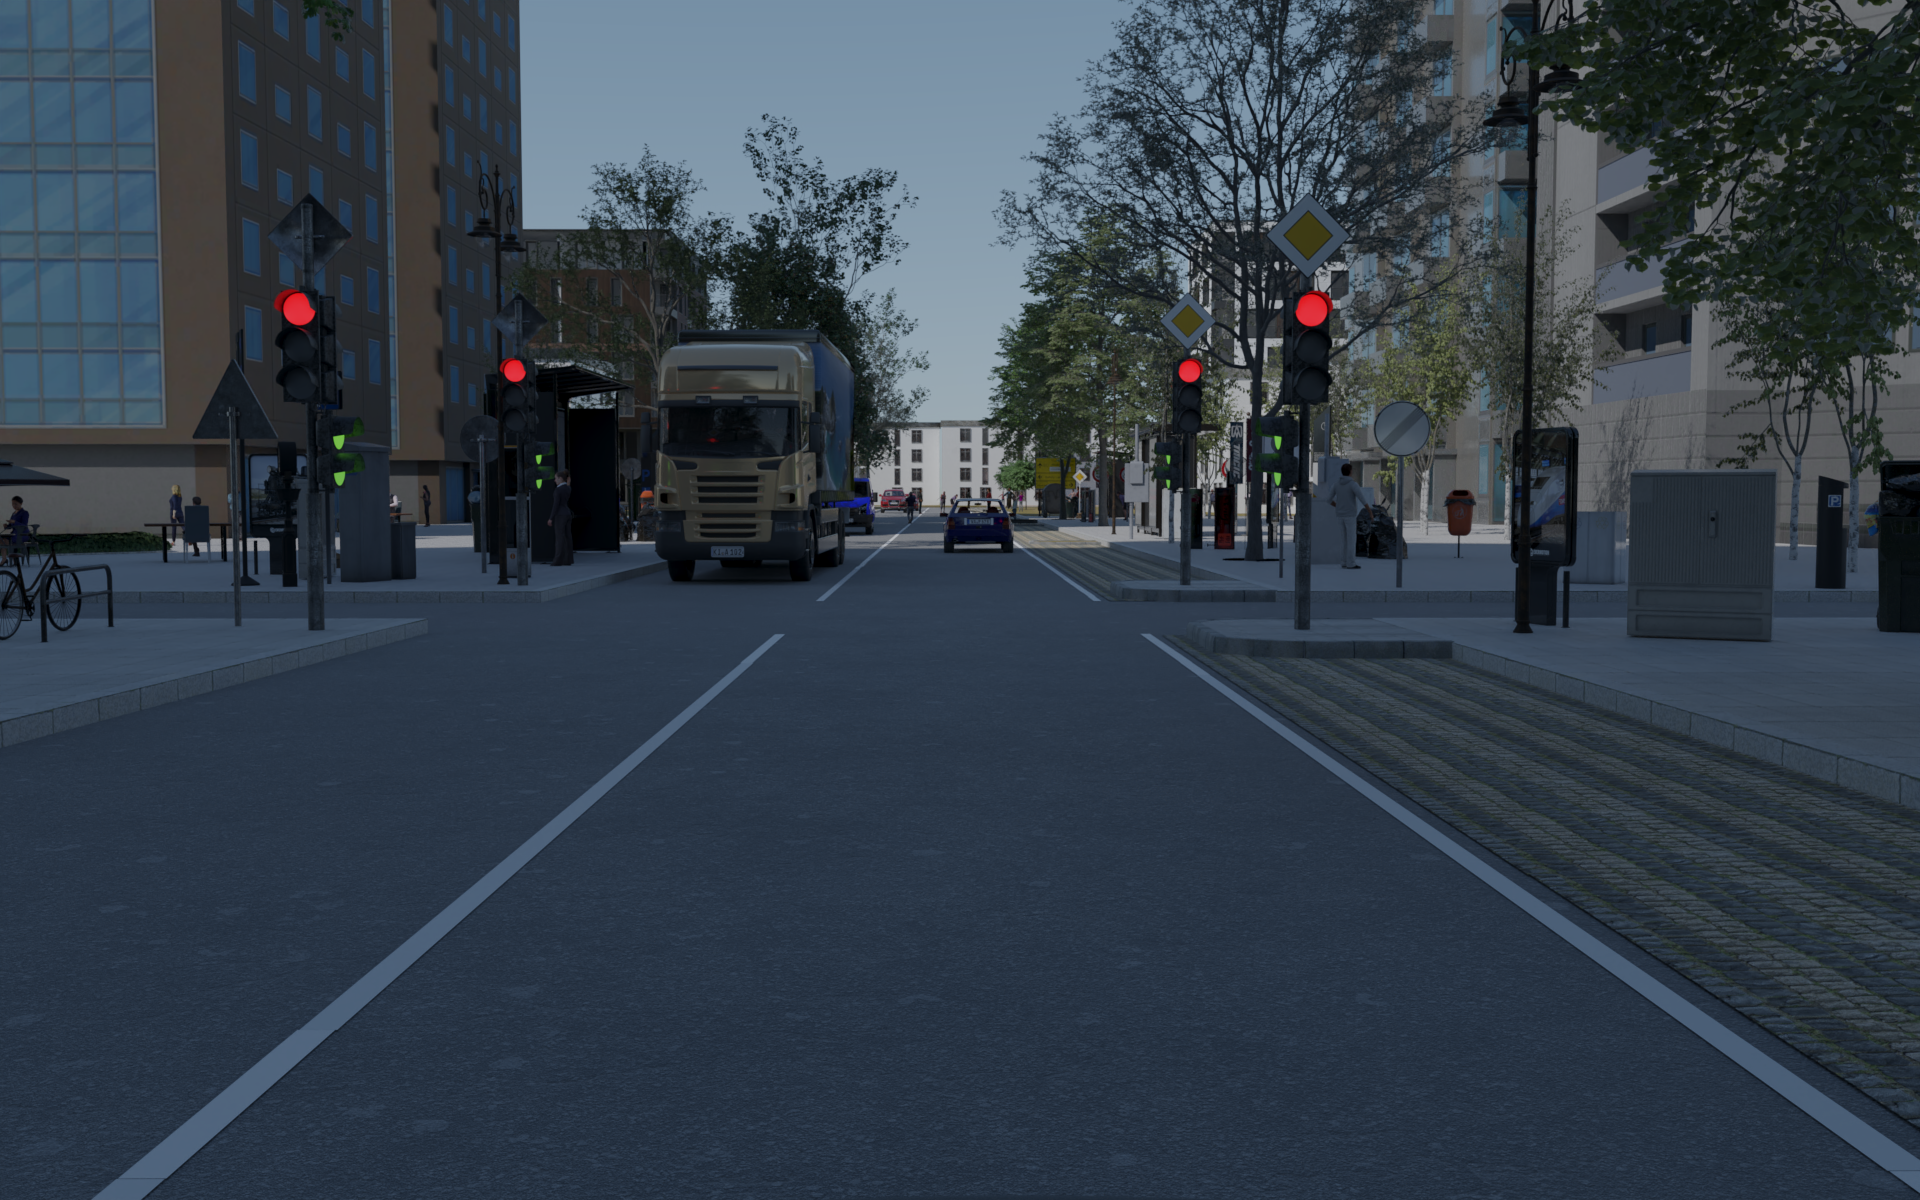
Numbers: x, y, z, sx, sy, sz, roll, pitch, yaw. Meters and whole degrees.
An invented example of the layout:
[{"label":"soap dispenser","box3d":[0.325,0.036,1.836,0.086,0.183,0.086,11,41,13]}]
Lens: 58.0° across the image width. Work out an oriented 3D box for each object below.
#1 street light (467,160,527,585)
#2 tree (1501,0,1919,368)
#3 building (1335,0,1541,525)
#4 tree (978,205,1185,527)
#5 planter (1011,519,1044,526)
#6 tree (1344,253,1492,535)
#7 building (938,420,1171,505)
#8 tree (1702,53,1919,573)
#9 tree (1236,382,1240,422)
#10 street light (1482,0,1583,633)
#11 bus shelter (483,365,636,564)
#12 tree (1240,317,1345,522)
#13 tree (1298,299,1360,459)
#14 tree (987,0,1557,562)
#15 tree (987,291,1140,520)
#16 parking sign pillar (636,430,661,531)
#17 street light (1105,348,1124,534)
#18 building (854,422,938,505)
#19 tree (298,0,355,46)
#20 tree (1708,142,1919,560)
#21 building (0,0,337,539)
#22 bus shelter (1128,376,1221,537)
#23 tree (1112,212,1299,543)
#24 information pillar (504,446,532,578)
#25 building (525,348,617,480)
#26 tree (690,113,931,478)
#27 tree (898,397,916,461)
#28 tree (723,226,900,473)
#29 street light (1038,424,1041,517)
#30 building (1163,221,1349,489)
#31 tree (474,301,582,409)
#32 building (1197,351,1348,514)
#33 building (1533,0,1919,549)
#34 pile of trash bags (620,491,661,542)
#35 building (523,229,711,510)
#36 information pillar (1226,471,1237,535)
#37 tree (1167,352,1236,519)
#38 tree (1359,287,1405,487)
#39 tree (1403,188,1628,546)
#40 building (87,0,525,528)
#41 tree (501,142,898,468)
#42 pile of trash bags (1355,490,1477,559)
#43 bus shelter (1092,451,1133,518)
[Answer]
[{"label":"street light","box3d":[-6.491,-3.159,24.445,0.468,5.910,1.993,0,4,0]},{"label":"tree","box3d":[6.441,-5.537,8.658,7.486,12.596,7.792,0,3,0]},{"label":"building","box3d":[31.351,-28.362,83.329,23.786,49.044,30.456,0,4,0]},{"label":"tree","box3d":[5.420,-9.159,67.870,7.486,12.596,7.792,0,3,0]},{"label":"planter","box3d":[2.731,-3.448,77.510,1.991,0.319,1.994,0,4,0]},{"label":"tree","box3d":[14.468,-6.319,53.682,4.737,8.622,4.395,0,3,0]},{"label":"building","box3d":[11.792,-15.866,201.559,28.070,9.664,9.099,0,4,0]},{"label":"tree","box3d":[14.386,-4.754,28.094,4.737,8.622,4.395,0,3,0]},{"label":"tree","box3d":[15.349,-7.929,80.001,4.737,8.622,4.395,0,3,0]},{"label":"street light","box3d":[5.207,-2.633,15.839,0.468,5.910,1.993,0,4,0]},{"label":"bus shelter","box3d":[-7.879,-2.652,34.646,1.731,3.624,6.357,0,4,-1]},{"label":"tree","box3d":[14.941,-7.404,71.422,4.737,8.622,4.395,0,3,0]},{"label":"tree","box3d":[13.756,-6.979,64.472,4.360,8.622,3.978,0,3,0]},{"label":"tree","box3d":[5.800,-7.493,32.883,12.009,13.543,11.850,0,3,0]},{"label":"tree","box3d":[5.296,-9.828,86.440,9.928,11.665,9.643,0,3,0]},{"label":"parking sign pillar","box3d":[-10.447,-4.355,59.683,1.447,3.967,1.447,2,4,25]},{"label":"street light","box3d":[4.890,-5.020,54.869,0.468,5.910,1.993,0,4,0]},{"label":"building","box3d":[-16.289,-15.939,202.751,28.070,9.664,9.099,0,4,0]},{"label":"tree","box3d":[-7.104,-5.213,10.990,9.928,11.665,9.643,0,3,0]},{"label":"tree","box3d":[16.397,-5.098,33.721,4.360,8.622,3.978,0,3,0]},{"label":"building","box3d":[-27.587,-24.758,54.903,14.600,45.320,14.200,0,4,0]},{"label":"bus shelter","box3d":[6.685,-4.786,55.877,2.179,5.291,8.768,0,4,-1]},{"label":"tree","box3d":[5.698,-5.788,44.999,4.360,8.622,3.978,0,3,0]},{"label":"information pillar","box3d":[-6.760,-1.342,26.432,0.304,2.012,0.304,1,4,17]},{"label":"building","box3d":[-26.944,-10.494,113.727,9.099,9.664,28.070,0,4,0]},{"label":"tree","box3d":[-9.045,-14.270,89.207,12.611,20.169,13.585,0,3,0]},{"label":"tree","box3d":[-7.582,-11.408,120.925,8.767,10.594,7.601,-3,4,-38]},{"label":"tree","box3d":[-7.334,-9.635,74.532,9.611,12.733,9.660,0,3,0]},{"label":"street light","box3d":[4.554,-7.709,98.826,0.468,5.910,1.993,0,4,0]},{"label":"building","box3d":[32.725,-18.458,145.763,27.936,21.610,32.646,0,4,0]},{"label":"tree","box3d":[-15.996,-7.034,65.371,4.360,8.622,3.978,0,3,0]},{"label":"building","box3d":[22.278,-10.602,115.492,9.099,9.664,28.070,0,4,0]},{"label":"building","box3d":[33.265,-30.937,47.823,28.212,58.520,21.231,0,4,0]},{"label":"pile of trash bags","box3d":[-8.918,-2.336,47.942,1.912,1.369,3.447,0,4,1]},{"label":"building","box3d":[-38.730,-18.568,147.569,32.646,21.610,27.936,0,4,0]},{"label":"information pillar","box3d":[8.572,-3.068,54.661,0.304,2.012,0.304,1,4,22]},{"label":"tree","box3d":[12.876,-8.495,89.256,4.737,8.622,4.395,0,3,0]},{"label":"tree","box3d":[15.782,-6.642,58.964,4.360,8.622,3.978,0,3,0]},{"label":"tree","box3d":[13.905,-5.641,42.599,4.360,8.622,3.978,0,3,0]},{"label":"building","box3d":[-28.486,-26.179,78.133,14.600,45.320,14.200,0,4,0]},{"label":"tree","box3d":[-7.482,-6.817,45.875,8.767,10.594,7.601,-2,4,-35]},{"label":"pile of trash bags","box3d":[8.591,-1.535,34.853,3.447,1.369,1.912,1,4,14]},{"label":"bus shelter","box3d":[8.371,-6.344,95.008,1.731,3.624,6.357,0,4,-1]}]
